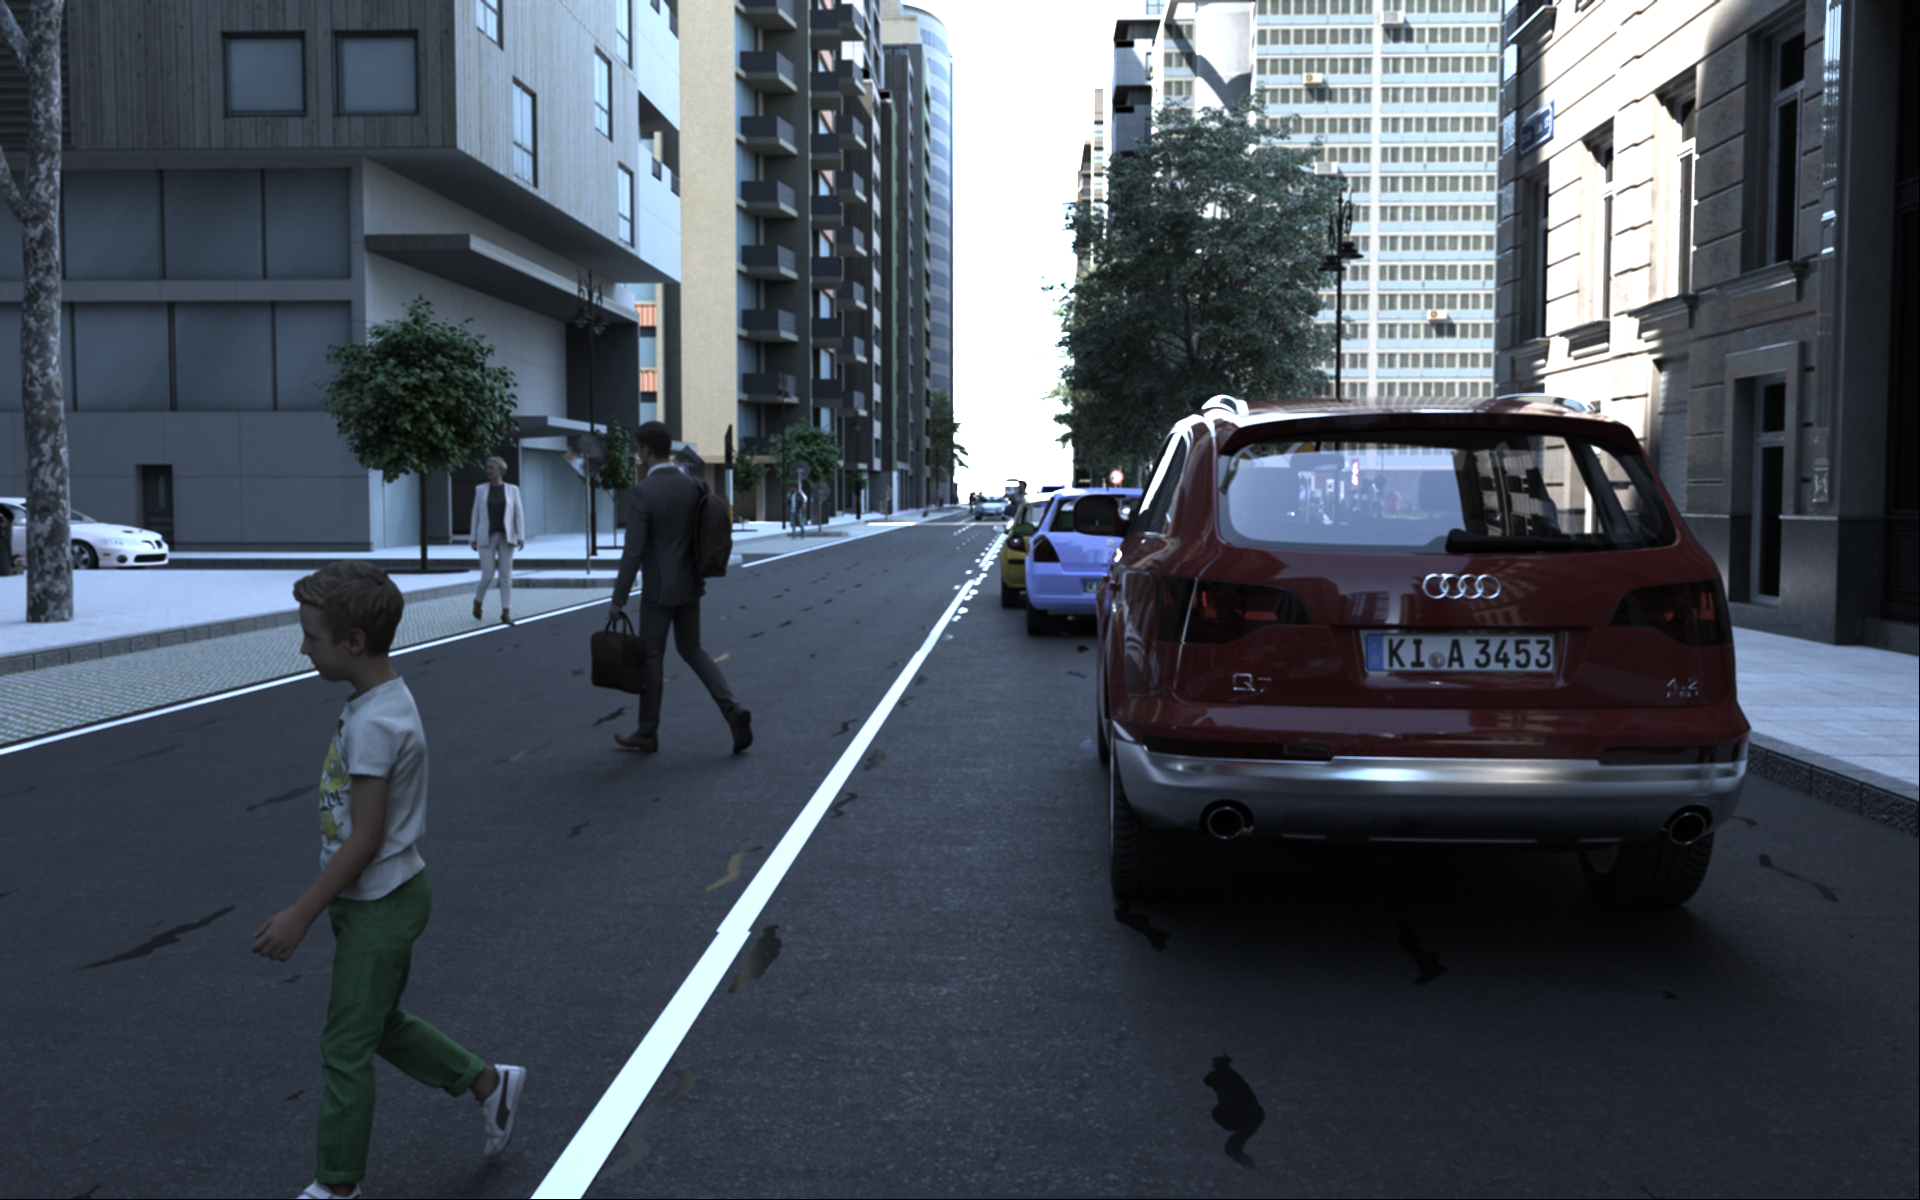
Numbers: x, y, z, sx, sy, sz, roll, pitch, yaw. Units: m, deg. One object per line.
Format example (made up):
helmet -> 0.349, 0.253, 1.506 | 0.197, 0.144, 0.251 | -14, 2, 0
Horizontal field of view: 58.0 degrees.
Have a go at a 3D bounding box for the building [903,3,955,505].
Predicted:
building -> -11.789, -40.775, 208.676 | 21.231, 58.520, 28.212 | 0, 4, 2

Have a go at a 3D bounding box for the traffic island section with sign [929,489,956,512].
traffic island section with sign -> -1.556, -7.719, 134.826 | 1.989, 1.847, 2.006 | 0, 4, 2

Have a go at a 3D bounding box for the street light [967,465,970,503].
street light -> 1.274, -16.964, 250.155 | 0.468, 5.910, 1.993 | 0, 4, 2

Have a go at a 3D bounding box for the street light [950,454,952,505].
street light -> -1.044, -13.629, 195.614 | 0.468, 5.910, 1.993 | 0, 4, 2

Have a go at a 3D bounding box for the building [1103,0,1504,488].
building -> 27.145, -26.822, 130.423 | 32.217, 40.220, 23.993 | 0, 4, 2

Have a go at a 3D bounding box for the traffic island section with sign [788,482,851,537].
traffic island section with sign -> -4.703, -3.036, 58.259 | 1.989, 1.847, 2.006 | 0, 4, 2

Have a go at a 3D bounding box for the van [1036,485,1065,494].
van -> 6.404, -7.064, 119.886 | 2.240, 2.365, 5.245 | 0, 4, 2

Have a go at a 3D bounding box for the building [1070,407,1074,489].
building -> 30.423, -25.047, 254.565 | 27.650, 21.520, 28.899 | 0, 4, 2

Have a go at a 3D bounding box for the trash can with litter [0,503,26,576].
trash can with litter -> -15.139, -0.968, 27.221 | 0.624, 1.170, 1.055 | -1, 4, -10

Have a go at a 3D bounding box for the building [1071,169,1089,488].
building -> 22.345, -35.629, 232.640 | 14.600, 45.320, 14.200 | 0, 4, 2

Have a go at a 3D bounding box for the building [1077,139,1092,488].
building -> 25.534, -33.985, 210.282 | 22.147, 44.769, 28.867 | 0, 4, 2

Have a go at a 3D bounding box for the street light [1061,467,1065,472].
street light -> 14.654, -16.440, 241.586 | 0.468, 5.910, 1.993 | 0, 4, 2

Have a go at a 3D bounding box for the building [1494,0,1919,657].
building -> 13.008, -13.180, 12.755 | 12.463, 27.353, 25.104 | 0, 4, 2

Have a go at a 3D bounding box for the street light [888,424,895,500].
street light -> -4.484, -8.545, 112.497 | 0.468, 5.910, 1.993 | 0, 4, 2

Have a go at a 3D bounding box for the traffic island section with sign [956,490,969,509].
traffic island section with sign -> -0.439, -9.411, 162.496 | 1.989, 1.847, 2.006 | 0, 4, 2

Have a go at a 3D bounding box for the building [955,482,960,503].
building -> -16.413, -34.117, 249.700 | 32.217, 40.220, 23.993 | 0, 4, 2

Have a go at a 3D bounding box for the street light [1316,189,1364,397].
street light -> 5.815, -3.294, 26.645 | 0.468, 5.910, 1.993 | 0, 4, 2

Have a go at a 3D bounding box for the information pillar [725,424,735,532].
information pillar -> -7.779, -4.096, 58.328 | 0.183, 3.616, 0.504 | -2, 4, -28

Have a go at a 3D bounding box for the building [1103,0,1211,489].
building -> 26.882, -34.653, 155.807 | 28.713, 52.752, 27.495 | 0, 4, 2

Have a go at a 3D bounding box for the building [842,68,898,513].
building -> -11.806, -21.205, 118.405 | 14.160, 30.474, 14.107 | 0, 4, 2

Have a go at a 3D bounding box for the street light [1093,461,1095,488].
street light -> 10.091, -9.647, 130.519 | 0.468, 5.910, 1.993 | 0, 4, 2

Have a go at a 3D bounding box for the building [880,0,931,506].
building -> -14.156, -33.460, 170.780 | 21.300, 48.544, 21.600 | 0, 4, 2

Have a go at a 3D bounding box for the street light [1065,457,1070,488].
street light -> 13.555, -14.759, 214.090 | 0.468, 5.910, 1.993 | 0, 4, 2

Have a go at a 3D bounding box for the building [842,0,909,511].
building -> -14.551, -42.612, 134.950 | 20.563, 71.187, 20.611 | 0, 4, 2

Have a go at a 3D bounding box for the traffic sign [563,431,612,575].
traffic sign -> -5.920, -1.462, 27.544 | 0.795, 2.450, 0.064 | 0, 4, 2

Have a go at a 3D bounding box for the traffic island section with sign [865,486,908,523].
traffic island section with sign -> -3.584, -4.683, 85.191 | 1.989, 1.847, 2.006 | 0, 4, 2

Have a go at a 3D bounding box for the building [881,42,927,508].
building -> -10.430, -28.711, 153.027 | 14.154, 41.232, 14.086 | 0, 4, 2

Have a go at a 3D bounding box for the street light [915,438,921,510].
street light -> -3.414, -10.219, 139.873 | 0.468, 5.910, 1.993 | 0, 4, 2

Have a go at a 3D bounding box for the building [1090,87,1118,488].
building -> 20.390, -30.200, 177.369 | 14.154, 41.232, 14.086 | 0, 4, 2

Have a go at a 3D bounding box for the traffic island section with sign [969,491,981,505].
traffic island section with sign -> 1.818, -12.782, 217.617 | 1.989, 1.847, 2.006 | 0, 4, 2

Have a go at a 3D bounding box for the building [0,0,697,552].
building -> -23.573, -28.137, 49.286 | 28.713, 52.752, 27.495 | 0, 4, 2

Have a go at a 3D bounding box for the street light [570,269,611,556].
street light -> -7.601, -3.852, 35.776 | 0.468, 5.910, 1.993 | 0, 4, 2

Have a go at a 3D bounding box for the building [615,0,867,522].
building -> -16.655, -26.683, 90.894 | 22.147, 44.769, 28.867 | 0, 4, 2

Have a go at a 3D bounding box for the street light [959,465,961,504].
street light -> 0.030, -15.288, 222.747 | 0.468, 5.910, 1.993 | 0, 4, 2

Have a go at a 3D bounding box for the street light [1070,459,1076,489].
street light -> 12.306, -13.017, 185.623 | 0.468, 5.910, 1.993 | 0, 4, 2

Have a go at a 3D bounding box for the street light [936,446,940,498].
street light -> -2.167, -11.885, 167.109 | 0.468, 5.910, 1.993 | 0, 4, 2

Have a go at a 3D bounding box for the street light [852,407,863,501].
street light -> -5.362, -7.199, 90.499 | 0.468, 5.910, 1.993 | 0, 4, 2

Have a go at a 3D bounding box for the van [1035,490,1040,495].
van -> 8.784, -10.912, 185.422 | 2.013, 2.044, 4.112 | 0, 4, 4

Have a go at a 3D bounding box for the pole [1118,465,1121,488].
pole -> 9.852, -6.915, 106.897 | 0.158, 3.312, 0.155 | 0, 3, 0

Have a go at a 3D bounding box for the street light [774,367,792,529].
street light -> -6.409, -5.512, 62.904 | 0.468, 5.910, 1.993 | 0, 4, 2
